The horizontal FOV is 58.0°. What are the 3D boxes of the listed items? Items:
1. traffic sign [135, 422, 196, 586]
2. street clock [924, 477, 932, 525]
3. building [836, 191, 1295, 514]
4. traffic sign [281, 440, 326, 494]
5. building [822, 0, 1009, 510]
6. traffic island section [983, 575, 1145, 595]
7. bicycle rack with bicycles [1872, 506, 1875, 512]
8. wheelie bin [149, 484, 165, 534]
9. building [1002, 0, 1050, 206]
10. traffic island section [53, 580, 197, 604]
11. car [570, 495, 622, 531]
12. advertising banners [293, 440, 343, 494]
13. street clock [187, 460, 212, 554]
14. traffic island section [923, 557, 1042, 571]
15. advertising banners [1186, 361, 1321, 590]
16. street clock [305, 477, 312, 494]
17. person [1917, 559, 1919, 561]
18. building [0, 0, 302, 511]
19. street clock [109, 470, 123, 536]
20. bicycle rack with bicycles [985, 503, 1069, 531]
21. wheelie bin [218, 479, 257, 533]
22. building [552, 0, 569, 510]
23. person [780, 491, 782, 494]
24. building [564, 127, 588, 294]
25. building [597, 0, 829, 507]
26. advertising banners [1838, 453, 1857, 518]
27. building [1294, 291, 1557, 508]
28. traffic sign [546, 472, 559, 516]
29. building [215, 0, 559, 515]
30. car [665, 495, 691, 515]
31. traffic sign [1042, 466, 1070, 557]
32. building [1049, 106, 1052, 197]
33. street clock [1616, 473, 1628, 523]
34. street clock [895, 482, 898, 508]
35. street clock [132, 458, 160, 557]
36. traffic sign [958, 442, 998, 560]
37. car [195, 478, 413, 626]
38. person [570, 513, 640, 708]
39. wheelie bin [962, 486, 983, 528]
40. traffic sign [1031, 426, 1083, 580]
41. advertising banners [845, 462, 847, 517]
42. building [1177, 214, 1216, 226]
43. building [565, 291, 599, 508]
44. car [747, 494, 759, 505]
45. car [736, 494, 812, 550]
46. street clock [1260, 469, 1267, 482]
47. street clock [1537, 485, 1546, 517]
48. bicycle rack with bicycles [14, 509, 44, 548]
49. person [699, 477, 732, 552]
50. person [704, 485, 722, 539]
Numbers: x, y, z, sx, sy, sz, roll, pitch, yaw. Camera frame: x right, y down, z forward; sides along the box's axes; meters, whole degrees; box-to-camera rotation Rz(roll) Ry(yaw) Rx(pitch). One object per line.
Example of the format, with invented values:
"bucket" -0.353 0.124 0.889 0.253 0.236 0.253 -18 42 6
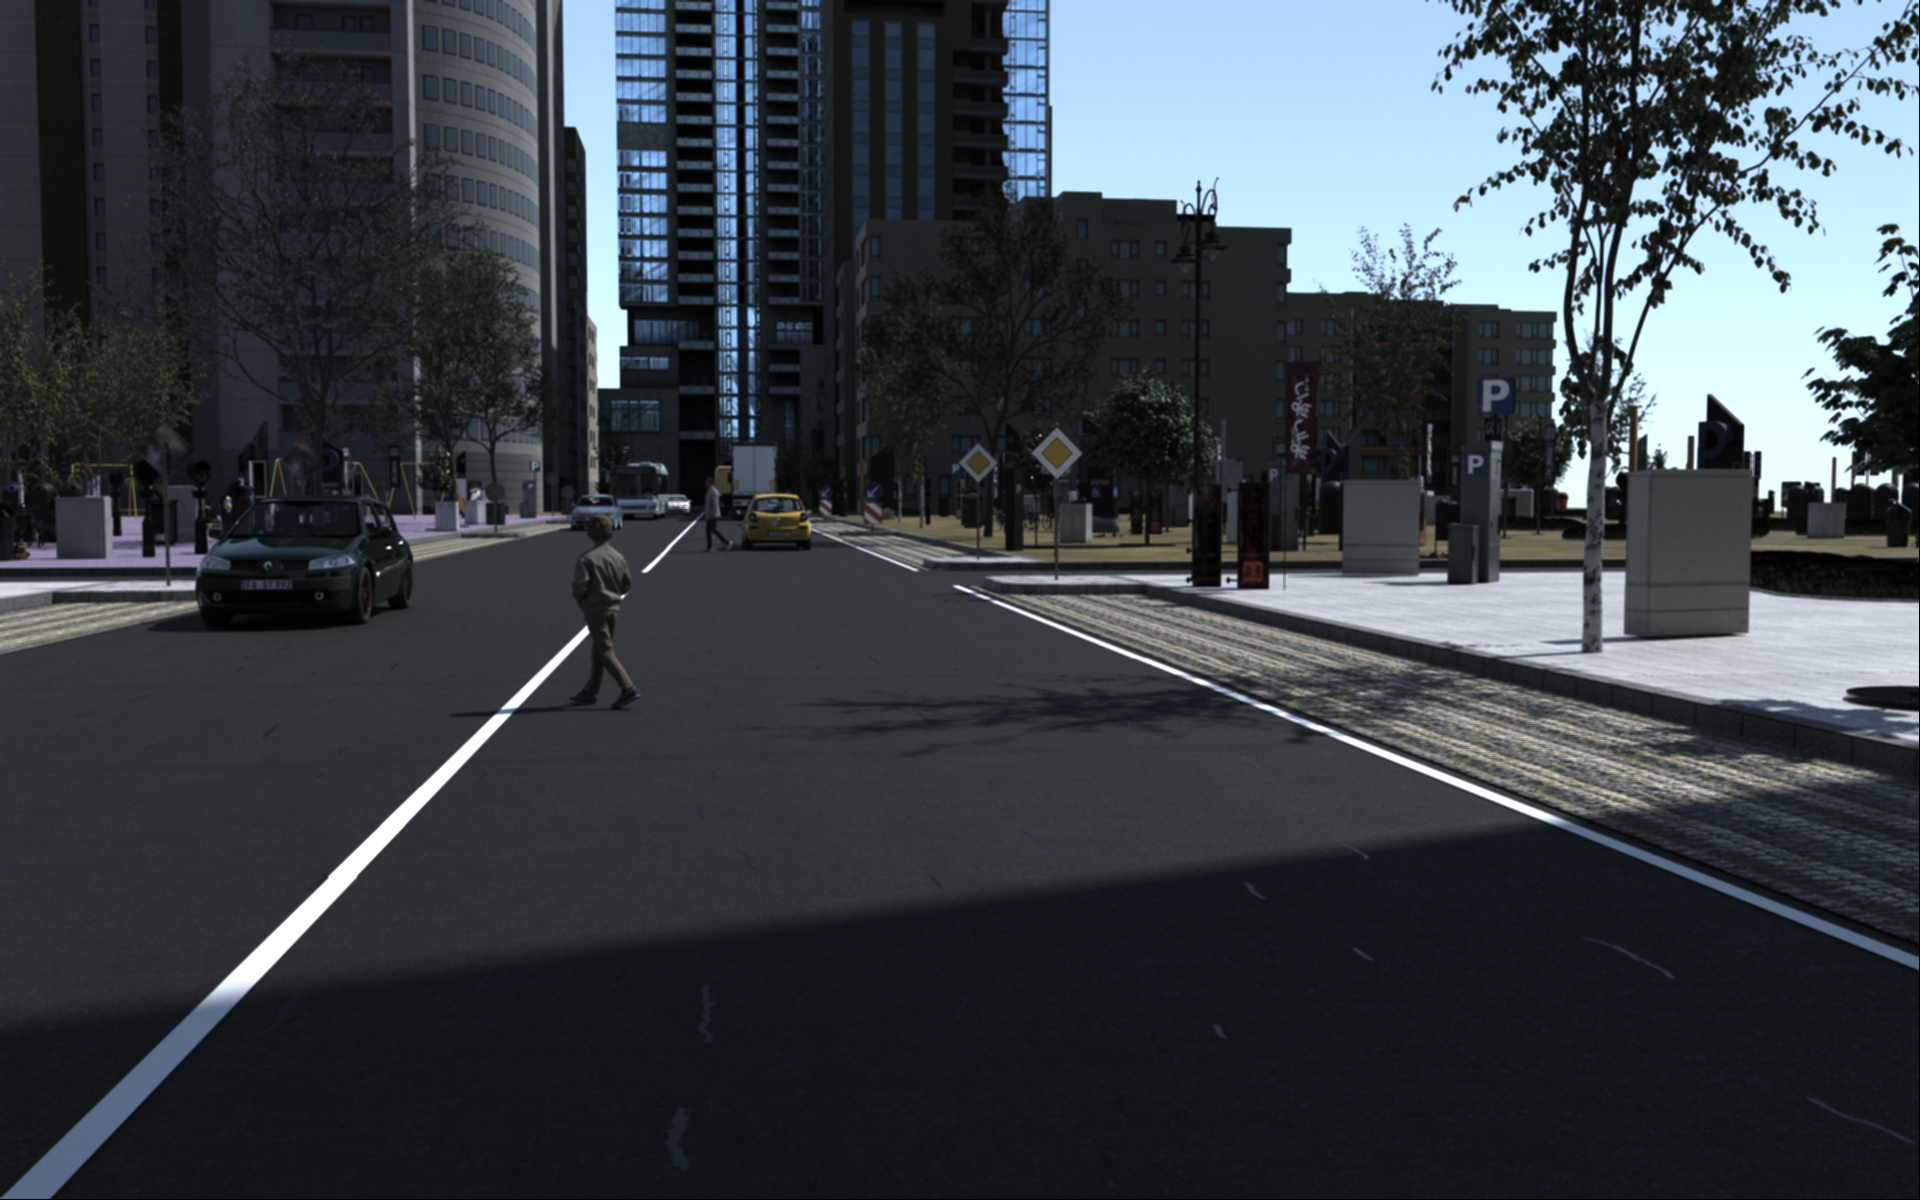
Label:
"traffic sign" -11.043 -1.252 24.110 0.795 2.450 0.064 0 4 -8
"street clock" -1.348 -4.180 72.918 0.358 2.002 0.471 0 4 -7
"building" 5.849 -17.132 125.151 27.650 21.520 28.899 0 4 -8
"traffic sign" -12.130 -1.736 32.021 0.795 2.450 0.064 0 4 -8
"building" -4.109 -30.255 144.772 14.600 45.320 14.200 0 4 -8
"traffic island section" 1.459 -0.220 25.877 2.009 0.180 2.903 0 4 -8
"bicycle rack with bicycles" 50.327 -5.113 96.977 2.852 0.926 2.925 -1 4 -15
"wheelie bin" -25.923 -2.941 55.987 0.693 1.594 0.980 0 4 -1
"building" -3.025 -52.220 166.470 22.319 86.520 31.000 0 4 -8
"traffic island section" -11.066 -0.115 24.168 2.009 0.180 2.903 0 4 -8
"car" -14.567 -3.517 69.507 2.014 1.417 4.499 0 4 -7
"advertising banners" -21.189 -3.732 57.209 0.090 3.025 2.074 2 4 25
"street clock" -16.221 -1.982 36.978 0.358 2.002 0.471 2 4 24
"traffic island section" 0.373 -0.704 33.788 2.009 0.180 2.903 0 4 -8
"advertising banners" 3.960 -1.668 23.457 2.074 3.025 0.090 3 5 42
"street clock" -26.306 -3.990 69.799 0.358 2.002 0.471 -1 4 -22
"person" 18.557 -1.464 33.114 0.598 1.740 0.731 -1 4 -22
"building" -79.616 -37.895 161.575 28.212 58.520 21.231 0 4 -8
"street clock" -25.729 -2.952 52.830 0.358 2.002 0.471 0 4 -4
"bicycle rack with bicycles" 2.118 -2.922 61.153 2.852 0.926 2.925 -1 4 -20
"wheelie bin" -15.618 -1.808 37.476 0.693 1.594 0.980 -1 4 -12
"building" -39.584 -29.975 140.194 14.600 45.320 14.200 0 4 -8
"person" -16.115 -8.965 155.631 0.434 1.755 0.990 -3 4 -38
"building" -49.430 -31.288 195.161 14.086 41.232 14.154 0 4 -8
"building" -27.711 -54.351 201.315 31.000 86.520 22.319 0 4 -8
"advertising banners" 36.418 -4.582 71.101 0.090 3.025 2.074 1 4 11
"building" 40.207 -20.227 175.758 28.899 21.520 27.650 0 4 -8
"traffic sign" -23.677 -6.149 100.648 0.768 2.556 0.104 0 4 -7
"building" -39.747 -35.228 117.983 21.231 58.520 28.212 0 4 -8
"car" -19.791 -6.636 120.866 2.083 1.381 4.827 0 4 -8
"traffic sign" 1.960 -2.040 35.479 0.606 2.300 0.079 0 4 -4
"building" -1.460 -35.599 205.748 21.600 48.544 21.300 0 4 -8
"street clock" 23.318 -3.447 60.928 0.358 2.002 0.471 -3 4 -36
"street clock" -3.858 -6.098 104.276 0.471 2.002 0.358 2 4 32
"street clock" -16.484 -1.869 35.136 0.471 2.002 0.358 -3 5 -43
"traffic sign" 0.351 -1.839 33.707 0.795 2.450 0.064 0 4 -8
"car" -7.552 -0.637 20.197 2.009 1.686 4.222 0 4 -8
"person" -2.416 0.070 11.636 0.640 1.303 0.475 2 4 26
"wheelie bin" 0.462 -3.505 65.216 0.693 1.594 0.980 -1 4 -19
"traffic sign" 1.437 -1.355 25.796 0.795 2.450 0.064 0 4 -8
"advertising banners" -6.233 -6.030 94.774 0.090 3.025 2.074 0 4 -2
"building" 17.913 -24.959 179.788 14.107 30.474 14.160 0 4 -8
"building" -49.982 -19.515 164.113 28.899 21.520 27.650 0 4 -8
"car" -8.802 -4.184 80.201 2.131 1.459 4.920 0 4 -7
"car" -4.871 -2.165 45.618 2.015 1.641 3.980 -1 4 -9
"street clock" 8.910 -2.773 49.914 0.471 2.002 0.358 -1 4 -21
"street clock" 24.907 -4.265 74.304 0.358 2.002 0.471 -1 4 -21
"bicycle rack with bicycles" -23.207 -1.722 41.532 2.852 0.926 2.925 -2 4 -24
"person" -6.034 -2.103 42.738 0.795 1.843 0.661 -1 4 -16
"person" -7.968 -2.858 55.475 0.600 1.795 0.529 1 4 20
